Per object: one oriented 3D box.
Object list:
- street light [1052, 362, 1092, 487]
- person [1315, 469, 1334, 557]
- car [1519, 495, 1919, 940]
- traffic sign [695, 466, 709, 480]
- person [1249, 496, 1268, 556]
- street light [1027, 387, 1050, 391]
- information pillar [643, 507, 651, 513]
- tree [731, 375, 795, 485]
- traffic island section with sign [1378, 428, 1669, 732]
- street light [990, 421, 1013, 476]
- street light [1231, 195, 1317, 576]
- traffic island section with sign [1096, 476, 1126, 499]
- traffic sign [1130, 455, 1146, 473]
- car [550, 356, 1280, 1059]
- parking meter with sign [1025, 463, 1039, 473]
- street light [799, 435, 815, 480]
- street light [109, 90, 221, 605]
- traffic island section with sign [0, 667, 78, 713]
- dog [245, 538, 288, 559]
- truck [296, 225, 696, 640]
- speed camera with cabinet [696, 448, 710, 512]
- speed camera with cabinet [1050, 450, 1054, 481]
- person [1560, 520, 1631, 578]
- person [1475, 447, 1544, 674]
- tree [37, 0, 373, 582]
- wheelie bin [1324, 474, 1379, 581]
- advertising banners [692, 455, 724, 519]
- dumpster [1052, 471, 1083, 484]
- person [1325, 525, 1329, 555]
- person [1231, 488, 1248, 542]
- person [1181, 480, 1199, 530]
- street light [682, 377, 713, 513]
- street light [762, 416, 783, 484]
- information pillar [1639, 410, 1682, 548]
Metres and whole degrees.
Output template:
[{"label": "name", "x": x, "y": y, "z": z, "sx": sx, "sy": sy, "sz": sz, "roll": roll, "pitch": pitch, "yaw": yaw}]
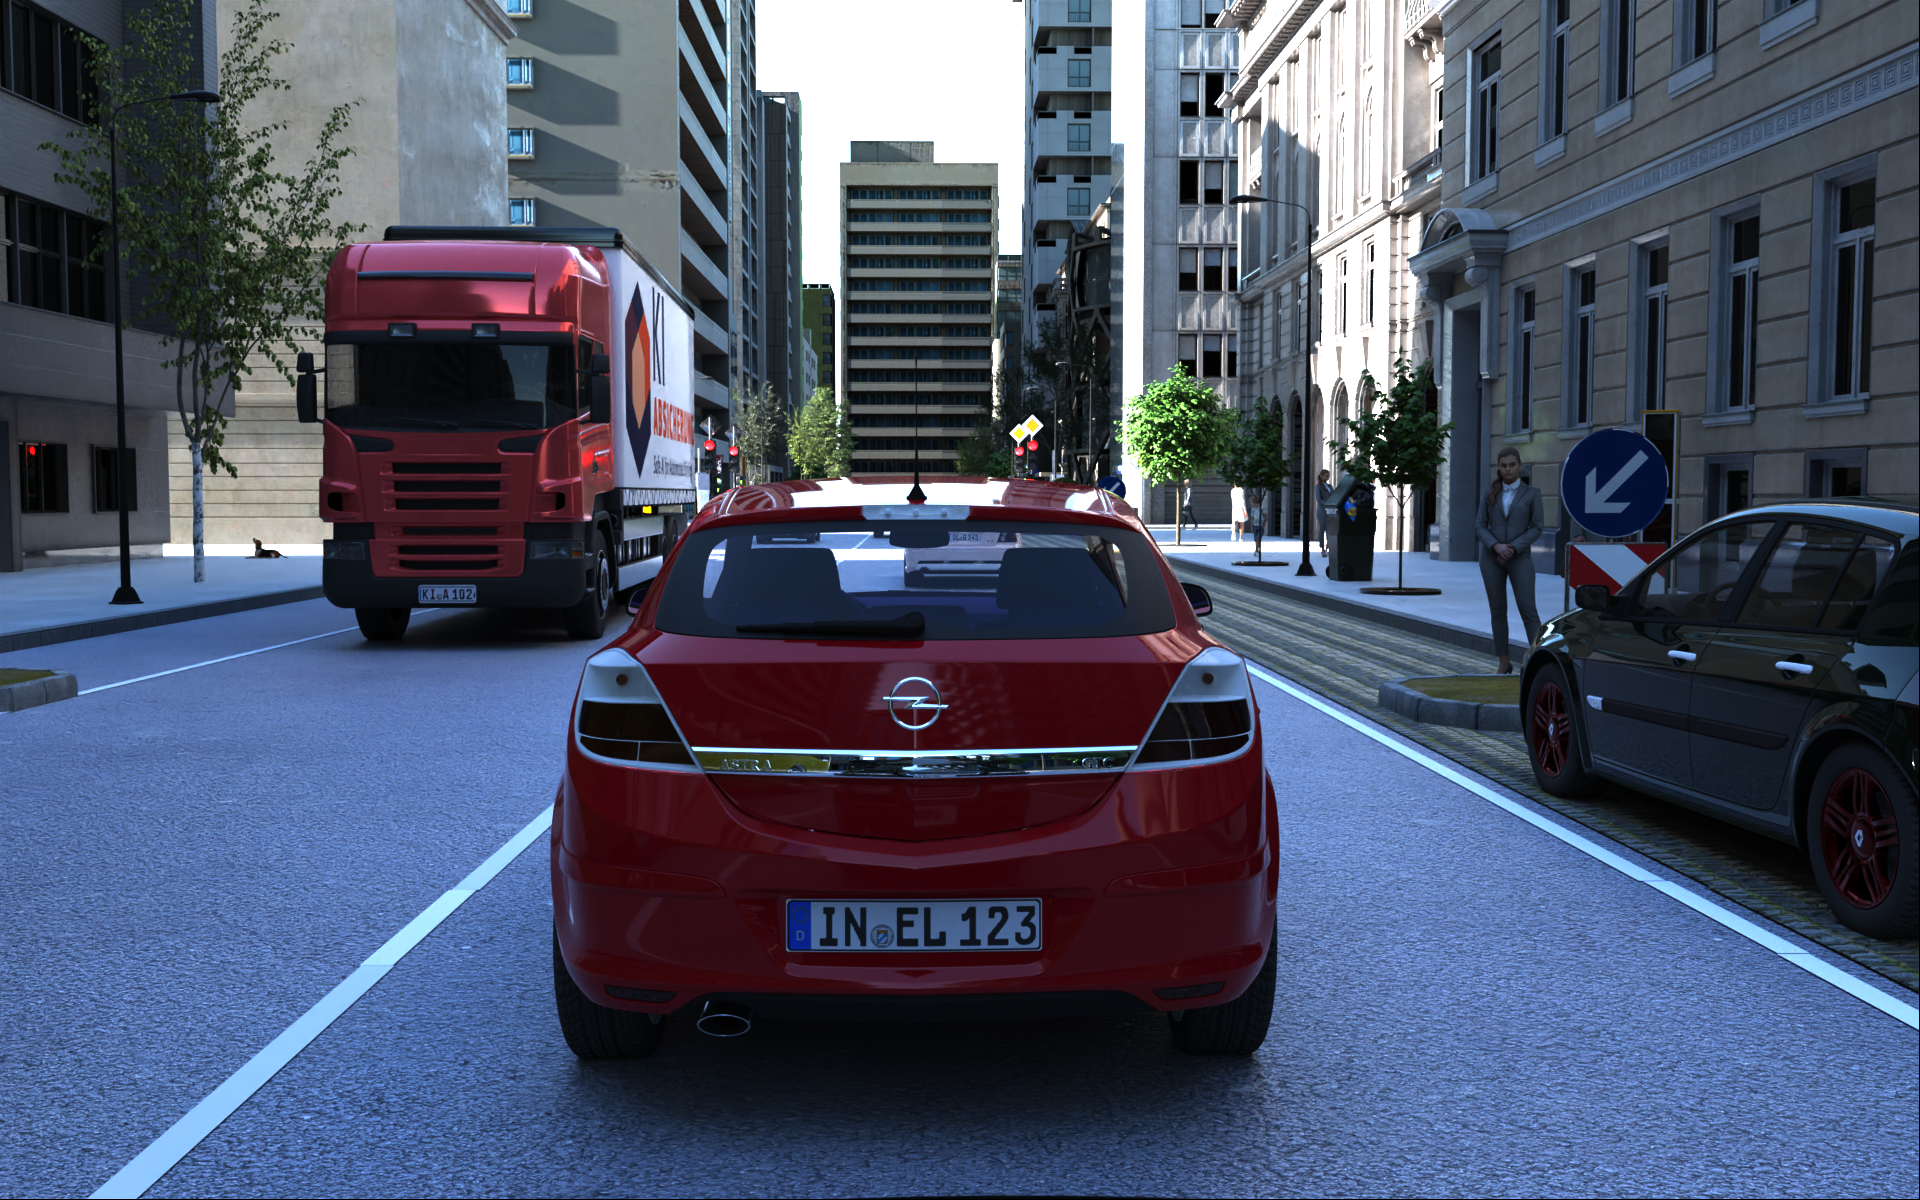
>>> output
[{"label": "street light", "x": 4.071, "y": -5.416, "z": 61.095, "sx": 1.470, "sy": 5.913, "sz": 1.316, "roll": 0, "pitch": 4, "yaw": -1}, {"label": "person", "x": 7.522, "y": -1.764, "z": 35.152, "sx": 0.573, "sy": 1.790, "sz": 0.520, "roll": 3, "pitch": 5, "yaw": 42}, {"label": "car", "x": 3.680, "y": 0.171, "z": 6.987, "sx": 2.009, "sy": 1.686, "sz": 4.222, "roll": 0, "pitch": 4, "yaw": -2}, {"label": "traffic sign", "x": -11.570, "y": -4.733, "z": 77.484, "sx": 0.768, "sy": 2.556, "sz": 0.104, "roll": 0, "pitch": 4, "yaw": 7}, {"label": "person", "x": 6.153, "y": -1.528, "z": 35.703, "sx": 0.352, "sy": 1.250, "sz": 0.332, "roll": -1, "pitch": 4, "yaw": -16}, {"label": "street light", "x": 3.617, "y": -6.294, "z": 75.453, "sx": 1.470, "sy": 5.913, "sz": 1.316, "roll": 0, "pitch": 4, "yaw": -1}, {"label": "information pillar", "x": -12.217, "y": -4.682, "z": 67.906, "sx": 0.504, "sy": 3.616, "sz": 0.183, "roll": 2, "pitch": 4, "yaw": 28}, {"label": "tree", "x": -12.832, "y": -9.863, "z": 111.628, "sx": 4.360, "sy": 8.622, "sz": 3.978, "roll": 0, "pitch": 3, "yaw": 0}, {"label": "traffic island section with sign", "x": 3.829, "y": -0.160, "z": 11.239, "sx": 1.989, "sy": 1.847, "sz": 2.006, "roll": 0, "pitch": 4, "yaw": -1}, {"label": "street light", "x": 2.780, "y": -8.386, "z": 109.660, "sx": 1.470, "sy": 5.913, "sz": 1.316, "roll": 0, "pitch": 4, "yaw": -1}, {"label": "street light", "x": 4.899, "y": -3.335, "z": 27.062, "sx": 1.470, "sy": 5.913, "sz": 1.316, "roll": 0, "pitch": 4, "yaw": -1}, {"label": "traffic island section with sign", "x": 3.138, "y": -1.808, "z": 38.192, "sx": 1.989, "sy": 1.847, "sz": 2.006, "roll": 0, "pitch": 4, "yaw": -1}, {"label": "traffic sign", "x": 5.247, "y": -3.033, "z": 49.316, "sx": 0.795, "sy": 2.593, "sz": 0.064, "roll": 0, "pitch": 4, "yaw": 3}, {"label": "car", "x": -0.137, "y": 0.192, "z": 5.893, "sx": 2.155, "sy": 1.783, "sz": 4.494, "roll": 0, "pitch": 4, "yaw": -1}, {"label": "parking meter with sign", "x": 3.911, "y": -6.123, "z": 96.366, "sx": 0.543, "sy": 3.016, "sz": 1.738, "roll": 1, "pitch": 4, "yaw": 16}, {"label": "street light", "x": -12.096, "y": -10.039, "z": 136.678, "sx": 1.470, "sy": 5.913, "sz": 1.316, "roll": 0, "pitch": 4, "yaw": -1}, {"label": "street light", "x": -9.213, "y": -2.908, "z": 20.089, "sx": 1.470, "sy": 5.913, "sz": 1.316, "roll": 0, "pitch": 4, "yaw": -1}, {"label": "traffic island section with sign", "x": -7.225, "y": -0.189, "z": 11.724, "sx": 1.989, "sy": 1.847, "sz": 2.006, "roll": 0, "pitch": 4, "yaw": -1}, {"label": "dog", "x": -13.827, "y": -1.027, "z": 34.528, "sx": 0.748, "sy": 0.427, "sz": 0.550, "roll": 1, "pitch": 4, "yaw": 23}, {"label": "truck", "x": -4.896, "y": -1.930, "z": 20.465, "sx": 2.839, "sy": 4.237, "sz": 11.283, "roll": 0, "pitch": 4, "yaw": -3}, {"label": "speed camera with cabinet", "x": -10.904, "y": -4.869, "z": 73.943, "sx": 0.660, "sy": 3.252, "sz": 2.038, "roll": -1, "pitch": 4, "yaw": -11}, {"label": "speed camera with cabinet", "x": 4.464, "y": -5.097, "z": 77.674, "sx": 0.660, "sy": 3.252, "sz": 2.038, "roll": 0, "pitch": 4, "yaw": -5}, {"label": "person", "x": 6.748, "y": -0.739, "z": 18.228, "sx": 0.694, "sy": 1.812, "sz": 0.767, "roll": -1, "pitch": 4, "yaw": -13}, {"label": "person", "x": 4.178, "y": -0.267, "z": 13.138, "sx": 0.520, "sy": 1.790, "sz": 0.573, "roll": 1, "pitch": 4, "yaw": 13}, {"label": "tree", "x": -10.875, "y": -4.571, "z": 25.101, "sx": 4.737, "sy": 8.622, "sz": 4.395, "roll": 0, "pitch": 3, "yaw": 0}, {"label": "wheelie bin", "x": 5.819, "y": -1.090, "z": 25.735, "sx": 0.693, "sy": 1.594, "sz": 0.980, "roll": 0, "pitch": 4, "yaw": -6}, {"label": "advertising banners", "x": -11.106, "y": -4.904, "z": 76.374, "sx": 0.090, "sy": 3.025, "sz": 2.074, "roll": 2, "pitch": 4, "yaw": 34}, {"label": "dumpster", "x": 4.378, "y": -4.340, "z": 73.448, "sx": 1.502, "sy": 2.255, "sz": 1.985, "roll": 0, "pitch": 4, "yaw": -1}, {"label": "person", "x": 7.775, "y": -1.575, "z": 36.479, "sx": 0.352, "sy": 1.250, "sz": 0.332, "roll": 0, "pitch": 4, "yaw": 5}, {"label": "person", "x": 7.417, "y": -2.402, "z": 46.070, "sx": 0.466, "sy": 1.731, "sz": 0.760, "roll": 1, "pitch": 4, "yaw": 17}, {"label": "person", "x": 8.150, "y": -3.391, "z": 61.671, "sx": 0.728, "sy": 1.800, "sz": 0.709, "roll": 0, "pitch": 4, "yaw": 5}, {"label": "street light", "x": -10.457, "y": -5.876, "z": 68.611, "sx": 1.470, "sy": 5.913, "sz": 1.316, "roll": 0, "pitch": 4, "yaw": -1}, {"label": "street light", "x": -11.166, "y": -7.958, "z": 102.647, "sx": 1.470, "sy": 5.913, "sz": 1.316, "roll": 0, "pitch": 4, "yaw": -1}, {"label": "information pillar", "x": 6.172, "y": -0.660, "z": 15.290, "sx": 0.304, "sy": 2.012, "sz": 0.304, "roll": 2, "pitch": 4, "yaw": 28}]
